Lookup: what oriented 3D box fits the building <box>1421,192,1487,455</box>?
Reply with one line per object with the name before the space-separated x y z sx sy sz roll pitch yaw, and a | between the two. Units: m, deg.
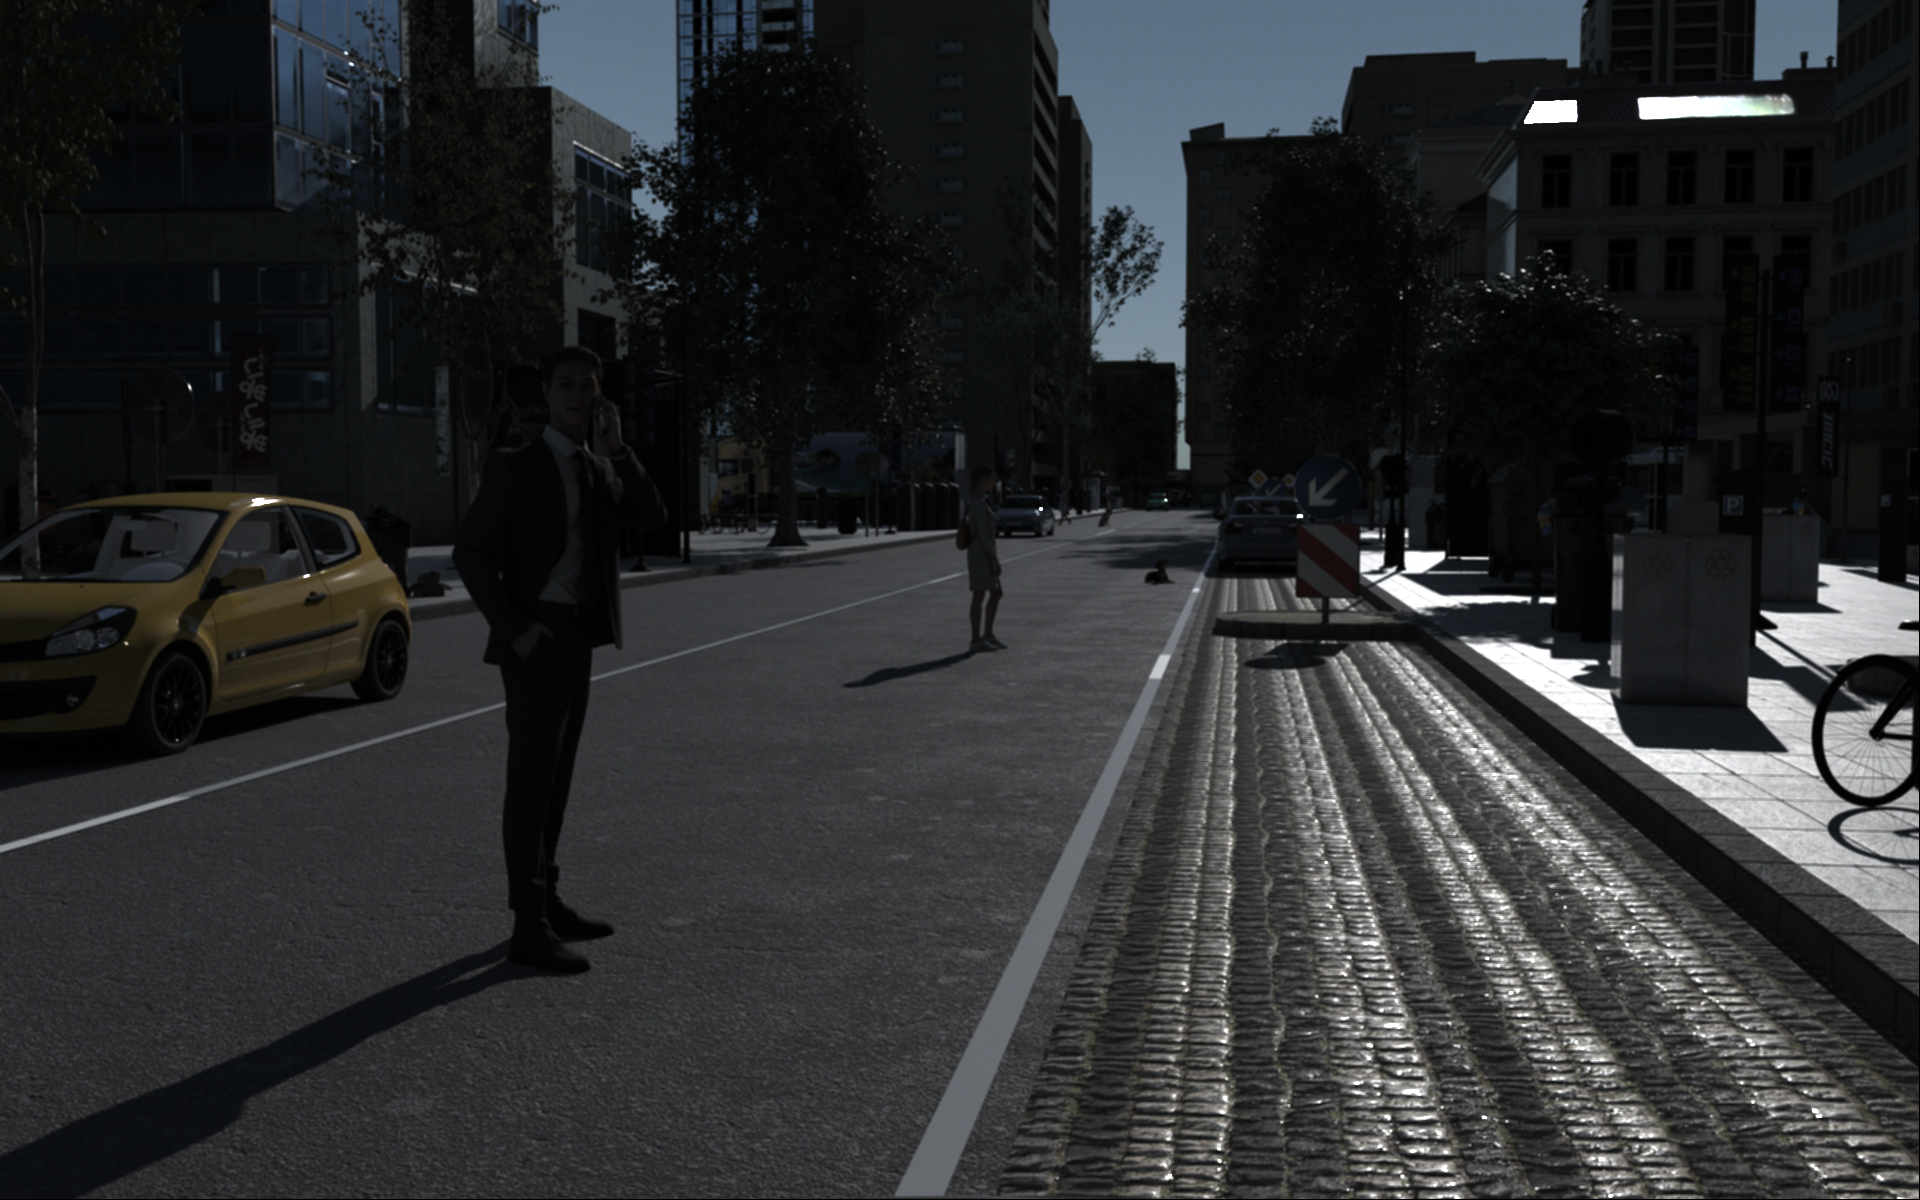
building | 32.677 -14.460 101.052 10.561 19.102 19.286 1 4 9

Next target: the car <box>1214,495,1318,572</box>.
car | 5.825 -1.280 32.933 2.014 1.417 4.499 1 4 10

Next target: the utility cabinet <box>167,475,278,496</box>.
utility cabinet | -8.557 -0.701 20.145 0.318 1.500 1.173 3 5 41

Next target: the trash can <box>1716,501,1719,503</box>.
trash can | 15.859 -1.455 35.436 0.748 1.137 0.748 0 3 0

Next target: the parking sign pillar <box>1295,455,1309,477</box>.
parking sign pillar | 23.520 -7.919 117.943 1.447 3.967 1.447 -1 4 -12

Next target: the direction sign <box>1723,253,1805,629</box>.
direction sign | 7.628 -1.498 16.493 0.876 3.537 0.379 -1 4 -17

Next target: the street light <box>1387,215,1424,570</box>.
street light | 7.441 -3.441 29.050 0.468 5.910 1.993 1 4 9

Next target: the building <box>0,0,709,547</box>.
building | -25.863 -45.065 49.487 31.000 86.520 22.319 1 4 9

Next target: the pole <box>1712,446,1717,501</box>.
pole | 32.115 -4.893 73.839 0.158 3.312 0.155 0 3 0

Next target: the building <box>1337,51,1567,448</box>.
building | 52.559 -34.487 187.558 21.300 48.544 21.600 1 4 9

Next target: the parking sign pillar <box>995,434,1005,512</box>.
parking sign pillar | 1.791 -5.488 78.201 1.447 3.967 1.447 0 4 2

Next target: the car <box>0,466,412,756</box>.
car | -4.973 -0.035 10.790 2.015 1.641 3.980 0 4 8

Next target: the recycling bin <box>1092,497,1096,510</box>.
recycling bin | 10.417 -7.713 138.654 0.722 1.027 0.722 -1 4 -18

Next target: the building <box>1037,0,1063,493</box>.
building | 0.984 -45.612 184.011 20.563 71.187 20.611 1 4 9

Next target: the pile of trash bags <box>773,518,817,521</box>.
pile of trash bags | -7.583 -4.539 83.967 1.912 1.369 3.447 2 4 31

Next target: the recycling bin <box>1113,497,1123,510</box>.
recycling bin | 12.990 -7.999 143.339 0.722 1.027 0.722 -1 4 -18

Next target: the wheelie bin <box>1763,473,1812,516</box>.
wheelie bin | 12.638 -1.149 26.702 0.693 1.594 0.980 -2 4 -32

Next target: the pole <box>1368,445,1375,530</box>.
pole | 14.725 -4.165 61.934 0.158 3.312 0.155 0 3 0

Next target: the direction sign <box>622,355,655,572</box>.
direction sign | -5.293 -2.239 28.612 0.379 3.537 0.876 1 4 23

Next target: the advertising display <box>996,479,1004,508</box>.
advertising display | 1.760 -4.350 76.341 0.123 1.923 0.974 -1 4 -13

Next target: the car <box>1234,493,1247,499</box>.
car | 27.437 -9.677 167.022 1.959 1.807 4.718 1 4 9

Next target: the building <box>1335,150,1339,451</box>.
building | 52.014 -34.012 206.209 14.600 45.320 14.200 1 4 9

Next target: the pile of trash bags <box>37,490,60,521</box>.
pile of trash bags | -19.602 -1.489 34.092 3.447 1.369 1.912 -3 5 -43

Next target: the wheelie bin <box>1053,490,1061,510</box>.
wheelie bin | 7.906 -8.090 140.186 0.693 1.594 0.980 -3 4 -36

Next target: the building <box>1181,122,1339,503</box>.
building | 46.398 -40.570 252.559 27.495 52.752 28.713 1 4 9

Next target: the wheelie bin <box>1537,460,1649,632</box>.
wheelie bin | 5.912 -0.507 16.192 0.980 1.594 0.693 1 4 17

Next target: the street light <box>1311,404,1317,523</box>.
street light | 13.493 -5.705 66.067 0.468 5.910 1.993 1 4 9

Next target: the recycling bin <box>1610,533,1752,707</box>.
recycling bin | 4.483 0.107 10.809 0.722 1.027 0.722 1 4 15

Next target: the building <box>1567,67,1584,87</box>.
building | 73.318 -42.959 244.374 28.212 58.520 21.231 1 4 9

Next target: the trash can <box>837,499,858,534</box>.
trash can | -3.612 -2.684 55.541 0.748 1.137 0.748 0 3 0

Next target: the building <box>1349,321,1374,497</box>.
building | 51.419 -19.450 163.039 27.650 21.520 28.899 1 4 9

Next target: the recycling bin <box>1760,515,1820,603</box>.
recycling bin | 9.806 -0.505 20.806 0.722 1.027 0.722 0 4 1

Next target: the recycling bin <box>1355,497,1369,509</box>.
recycling bin | 34.191 -8.223 146.992 0.722 1.027 0.722 -2 4 -25

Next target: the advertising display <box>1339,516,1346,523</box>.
advertising display | 14.235 -3.680 65.374 0.123 1.923 0.974 -3 4 -36

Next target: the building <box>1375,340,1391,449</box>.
building | 40.184 -18.901 138.701 12.332 23.373 15.834 1 4 9

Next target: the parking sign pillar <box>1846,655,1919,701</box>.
parking sign pillar | 6.506 -1.379 11.016 1.447 3.967 1.447 2 4 25

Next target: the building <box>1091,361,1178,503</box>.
building | 17.325 -25.235 257.635 28.899 21.520 27.650 1 4 9

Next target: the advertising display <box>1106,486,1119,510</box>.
advertising display | 12.052 -8.124 138.038 0.974 1.923 0.123 3 5 41

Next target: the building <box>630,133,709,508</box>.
building | -21.459 -55.051 212.747 31.000 86.520 22.319 1 4 9

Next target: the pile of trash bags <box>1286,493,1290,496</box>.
pile of trash bags | 20.696 -6.055 108.744 1.912 1.369 3.447 0 4 6

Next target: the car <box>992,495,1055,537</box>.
car | 2.161 -2.862 58.802 2.014 1.417 4.499 1 4 11

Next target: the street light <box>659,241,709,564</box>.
street light | -5.047 -3.611 31.825 0.468 5.910 1.993 1 4 9

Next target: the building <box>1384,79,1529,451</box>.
building | 37.225 -20.471 120.604 13.634 28.700 20.117 1 4 9

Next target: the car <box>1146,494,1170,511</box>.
car | 16.647 -8.362 145.509 1.959 1.807 4.718 1 4 10

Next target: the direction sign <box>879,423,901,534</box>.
direction sign | -2.245 -3.882 55.465 0.876 3.537 0.379 2 4 34

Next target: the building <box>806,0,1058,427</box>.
building | -2.486 -33.041 163.923 21.300 48.544 21.600 1 4 9

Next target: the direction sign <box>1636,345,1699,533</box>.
direction sign | 10.801 -2.111 26.510 0.876 3.537 0.379 1 4 12

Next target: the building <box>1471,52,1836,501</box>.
building | 36.505 -15.190 84.516 21.152 22.565 11.583 1 4 9

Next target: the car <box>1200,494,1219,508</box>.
car | 26.254 -10.618 182.407 1.959 1.807 4.718 1 4 9

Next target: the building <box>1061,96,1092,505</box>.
building | 4.500 -35.828 209.481 21.600 48.544 21.300 1 4 9

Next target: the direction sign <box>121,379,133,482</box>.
direction sign | -16.571 -2.601 34.528 0.379 3.537 0.876 -1 4 -16

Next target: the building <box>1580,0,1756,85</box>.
building | 97.476 -48.963 238.799 20.611 71.187 20.563 1 4 9

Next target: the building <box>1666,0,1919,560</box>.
building | 34.177 -21.131 37.372 32.217 40.220 23.993 1 4 9
